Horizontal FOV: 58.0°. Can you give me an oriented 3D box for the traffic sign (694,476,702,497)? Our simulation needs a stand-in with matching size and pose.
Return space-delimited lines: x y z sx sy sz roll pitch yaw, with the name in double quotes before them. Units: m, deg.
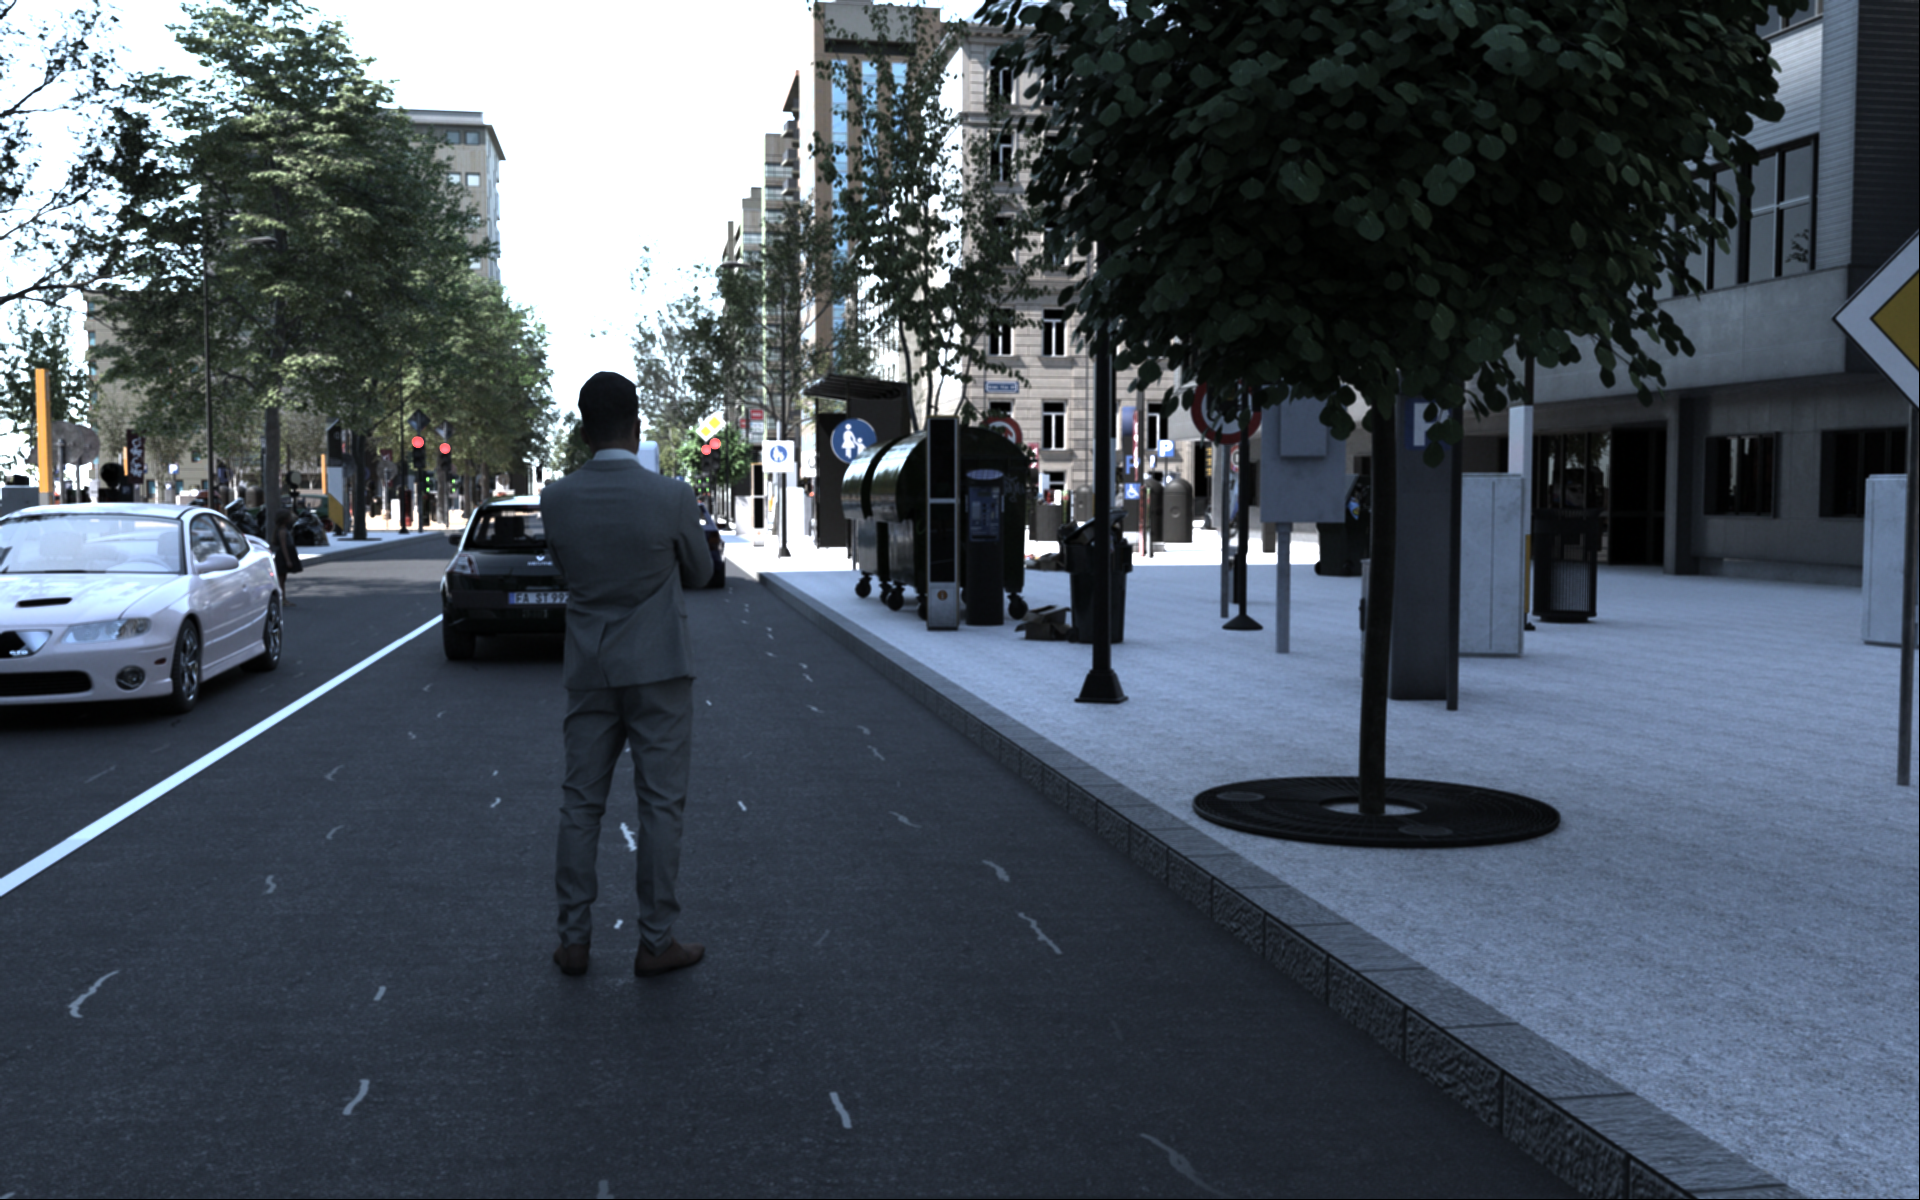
"traffic sign" -12.949 -5.299 86.748 0.768 2.556 0.104 0 4 -8

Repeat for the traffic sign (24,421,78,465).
"traffic sign" -15.994 -1.865 30.490 0.884 2.594 0.081 0 4 -6

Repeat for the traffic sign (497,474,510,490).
"traffic sign" -28.254 -6.555 107.285 0.768 2.556 0.104 0 4 -6

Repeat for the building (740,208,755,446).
"building" -24.653 -34.682 250.644 14.154 41.232 14.086 -1 4 -10

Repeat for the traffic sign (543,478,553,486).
"traffic sign" -33.046 -8.495 139.002 0.768 2.556 0.104 0 4 -2

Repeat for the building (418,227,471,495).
"building" -60.237 -25.258 184.671 14.160 30.474 14.107 -1 4 -10

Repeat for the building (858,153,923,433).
"building" 0.278 -15.066 101.084 10.420 20.320 16.860 -1 4 -10

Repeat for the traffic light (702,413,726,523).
"traffic light" -8.339 -4.275 58.825 0.839 4.253 0.868 -1 4 -10

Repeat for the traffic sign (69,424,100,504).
"traffic sign" -16.034 -1.920 31.502 0.768 2.556 0.104 -1 4 -9

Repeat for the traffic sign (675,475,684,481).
"traffic sign" -19.122 -7.214 118.052 0.768 2.556 0.104 -1 4 -9

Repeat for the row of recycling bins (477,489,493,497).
"row of recycling bins" -35.963 -7.753 133.867 3.534 1.692 1.069 -1 4 -9

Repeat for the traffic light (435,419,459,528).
"traffic light" -19.235 -4.649 64.928 0.839 4.253 0.868 -1 4 -10

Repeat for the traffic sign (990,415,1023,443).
"traffic sign" 0.615 -1.687 27.681 0.768 2.556 0.104 0 4 -7

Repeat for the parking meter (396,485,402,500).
"parking meter" -36.966 -6.637 114.218 0.255 1.863 0.399 2 4 31

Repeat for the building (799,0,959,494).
"building" -6.958 -31.016 157.214 14.600 45.320 14.200 -1 4 -10

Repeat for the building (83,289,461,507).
"building" -62.778 -19.426 162.656 27.650 21.520 28.899 -1 4 -10

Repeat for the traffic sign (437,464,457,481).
"traffic sign" -20.280 -4.183 68.496 0.768 2.556 0.104 -1 4 -9

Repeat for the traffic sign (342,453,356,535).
"traffic sign" -19.047 -3.273 53.618 0.768 2.556 0.104 0 4 -3

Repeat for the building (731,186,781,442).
"building" -23.673 -39.474 269.107 21.300 48.544 21.600 -1 4 -10

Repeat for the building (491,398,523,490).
"building" -82.862 -25.925 268.910 27.650 21.520 28.899 -1 4 -10

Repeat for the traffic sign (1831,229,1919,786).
"traffic sign" 4.158 -0.390 7.566 0.795 2.450 0.064 0 4 -2

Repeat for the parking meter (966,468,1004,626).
"parking meter" 0.243 -0.524 16.977 0.372 1.533 0.369 0 3 0

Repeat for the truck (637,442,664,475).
"truck" -15.444 -5.696 82.886 2.967 4.110 18.799 -1 4 -11

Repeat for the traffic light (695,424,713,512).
"traffic light" -9.785 -4.756 66.678 0.839 4.253 0.868 -1 4 -10

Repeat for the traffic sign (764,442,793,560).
"traffic sign" -3.524 -1.929 33.674 0.606 2.300 0.079 -1 4 -10

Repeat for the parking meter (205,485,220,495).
"parking meter" -20.818 -2.437 48.264 0.372 1.533 0.369 0 3 0

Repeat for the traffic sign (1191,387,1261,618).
"traffic sign" 2.750 -1.090 17.922 0.768 2.556 0.104 0 4 -2

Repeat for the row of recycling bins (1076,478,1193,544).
"row of recycling bins" 4.761 -2.386 46.121 1.069 1.692 3.534 -3 5 -41

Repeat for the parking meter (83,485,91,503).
"parking meter" -56.141 -6.465 111.417 0.255 1.863 0.399 3 4 38

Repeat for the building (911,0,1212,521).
"building" 10.913 -17.722 87.022 25.104 27.353 12.463 -1 4 -10

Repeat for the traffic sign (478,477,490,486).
"traffic sign" -34.110 -7.587 124.149 0.768 2.556 0.104 -1 4 -10

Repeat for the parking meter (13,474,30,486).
"parking meter" -26.900 -2.692 49.725 0.399 1.863 0.255 0 4 1

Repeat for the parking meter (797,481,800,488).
"parking meter" -6.380 -3.754 67.090 0.399 1.863 0.255 -1 4 -20

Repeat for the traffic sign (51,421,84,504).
"traffic sign" -15.574 -1.831 30.037 0.768 2.556 0.104 0 4 -3

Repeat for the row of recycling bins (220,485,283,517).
"row of recycling bins" -33.902 -4.610 82.487 3.534 1.692 1.069 1 4 11

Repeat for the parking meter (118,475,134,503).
"parking meter" -23.953 -2.695 49.774 0.399 1.863 0.255 -1 4 -20

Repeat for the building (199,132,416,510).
"building" -53.152 -22.660 142.193 14.160 30.474 14.107 -1 4 -10

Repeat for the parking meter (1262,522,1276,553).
"parking meter" 6.692 -1.942 37.468 0.255 1.863 0.399 0 4 -1

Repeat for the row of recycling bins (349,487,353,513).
"row of recycling bins" -36.606 -5.879 103.230 1.069 1.692 3.534 -1 4 -16

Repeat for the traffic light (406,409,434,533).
"traffic light" -17.789 -4.168 57.075 0.839 4.253 0.868 -1 4 -10

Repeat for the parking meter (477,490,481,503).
"parking meter" -29.682 -6.013 106.725 0.372 1.533 0.369 0 3 0

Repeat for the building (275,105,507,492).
"building" -78.005 -39.793 239.853 28.713 52.752 27.495 -1 4 -10

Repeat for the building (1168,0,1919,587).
"building" 15.405 -13.274 36.098 14.314 24.678 30.058 -1 4 -10

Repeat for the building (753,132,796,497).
"building" -15.830 -31.575 199.844 14.154 41.232 14.086 -1 4 -10

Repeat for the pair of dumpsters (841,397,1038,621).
"pair of dumpsters" -0.301 -1.042 19.523 1.574 2.255 4.437 -1 4 -11

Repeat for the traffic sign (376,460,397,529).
"traffic sign" -21.280 -3.925 64.283 0.768 2.556 0.104 0 4 -2

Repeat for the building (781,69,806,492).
"building" -6.900 -32.107 179.578 22.147 44.769 28.867 -1 4 -10

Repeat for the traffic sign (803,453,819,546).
"traffic sign" -3.570 -2.469 42.498 0.606 2.300 0.079 0 4 -3

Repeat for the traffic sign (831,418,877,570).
"traffic sign" -1.788 -1.782 29.243 0.768 2.556 0.104 0 4 -4

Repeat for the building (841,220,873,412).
"building" -1.349 -18.822 126.827 14.460 24.649 34.723 -1 4 -10
